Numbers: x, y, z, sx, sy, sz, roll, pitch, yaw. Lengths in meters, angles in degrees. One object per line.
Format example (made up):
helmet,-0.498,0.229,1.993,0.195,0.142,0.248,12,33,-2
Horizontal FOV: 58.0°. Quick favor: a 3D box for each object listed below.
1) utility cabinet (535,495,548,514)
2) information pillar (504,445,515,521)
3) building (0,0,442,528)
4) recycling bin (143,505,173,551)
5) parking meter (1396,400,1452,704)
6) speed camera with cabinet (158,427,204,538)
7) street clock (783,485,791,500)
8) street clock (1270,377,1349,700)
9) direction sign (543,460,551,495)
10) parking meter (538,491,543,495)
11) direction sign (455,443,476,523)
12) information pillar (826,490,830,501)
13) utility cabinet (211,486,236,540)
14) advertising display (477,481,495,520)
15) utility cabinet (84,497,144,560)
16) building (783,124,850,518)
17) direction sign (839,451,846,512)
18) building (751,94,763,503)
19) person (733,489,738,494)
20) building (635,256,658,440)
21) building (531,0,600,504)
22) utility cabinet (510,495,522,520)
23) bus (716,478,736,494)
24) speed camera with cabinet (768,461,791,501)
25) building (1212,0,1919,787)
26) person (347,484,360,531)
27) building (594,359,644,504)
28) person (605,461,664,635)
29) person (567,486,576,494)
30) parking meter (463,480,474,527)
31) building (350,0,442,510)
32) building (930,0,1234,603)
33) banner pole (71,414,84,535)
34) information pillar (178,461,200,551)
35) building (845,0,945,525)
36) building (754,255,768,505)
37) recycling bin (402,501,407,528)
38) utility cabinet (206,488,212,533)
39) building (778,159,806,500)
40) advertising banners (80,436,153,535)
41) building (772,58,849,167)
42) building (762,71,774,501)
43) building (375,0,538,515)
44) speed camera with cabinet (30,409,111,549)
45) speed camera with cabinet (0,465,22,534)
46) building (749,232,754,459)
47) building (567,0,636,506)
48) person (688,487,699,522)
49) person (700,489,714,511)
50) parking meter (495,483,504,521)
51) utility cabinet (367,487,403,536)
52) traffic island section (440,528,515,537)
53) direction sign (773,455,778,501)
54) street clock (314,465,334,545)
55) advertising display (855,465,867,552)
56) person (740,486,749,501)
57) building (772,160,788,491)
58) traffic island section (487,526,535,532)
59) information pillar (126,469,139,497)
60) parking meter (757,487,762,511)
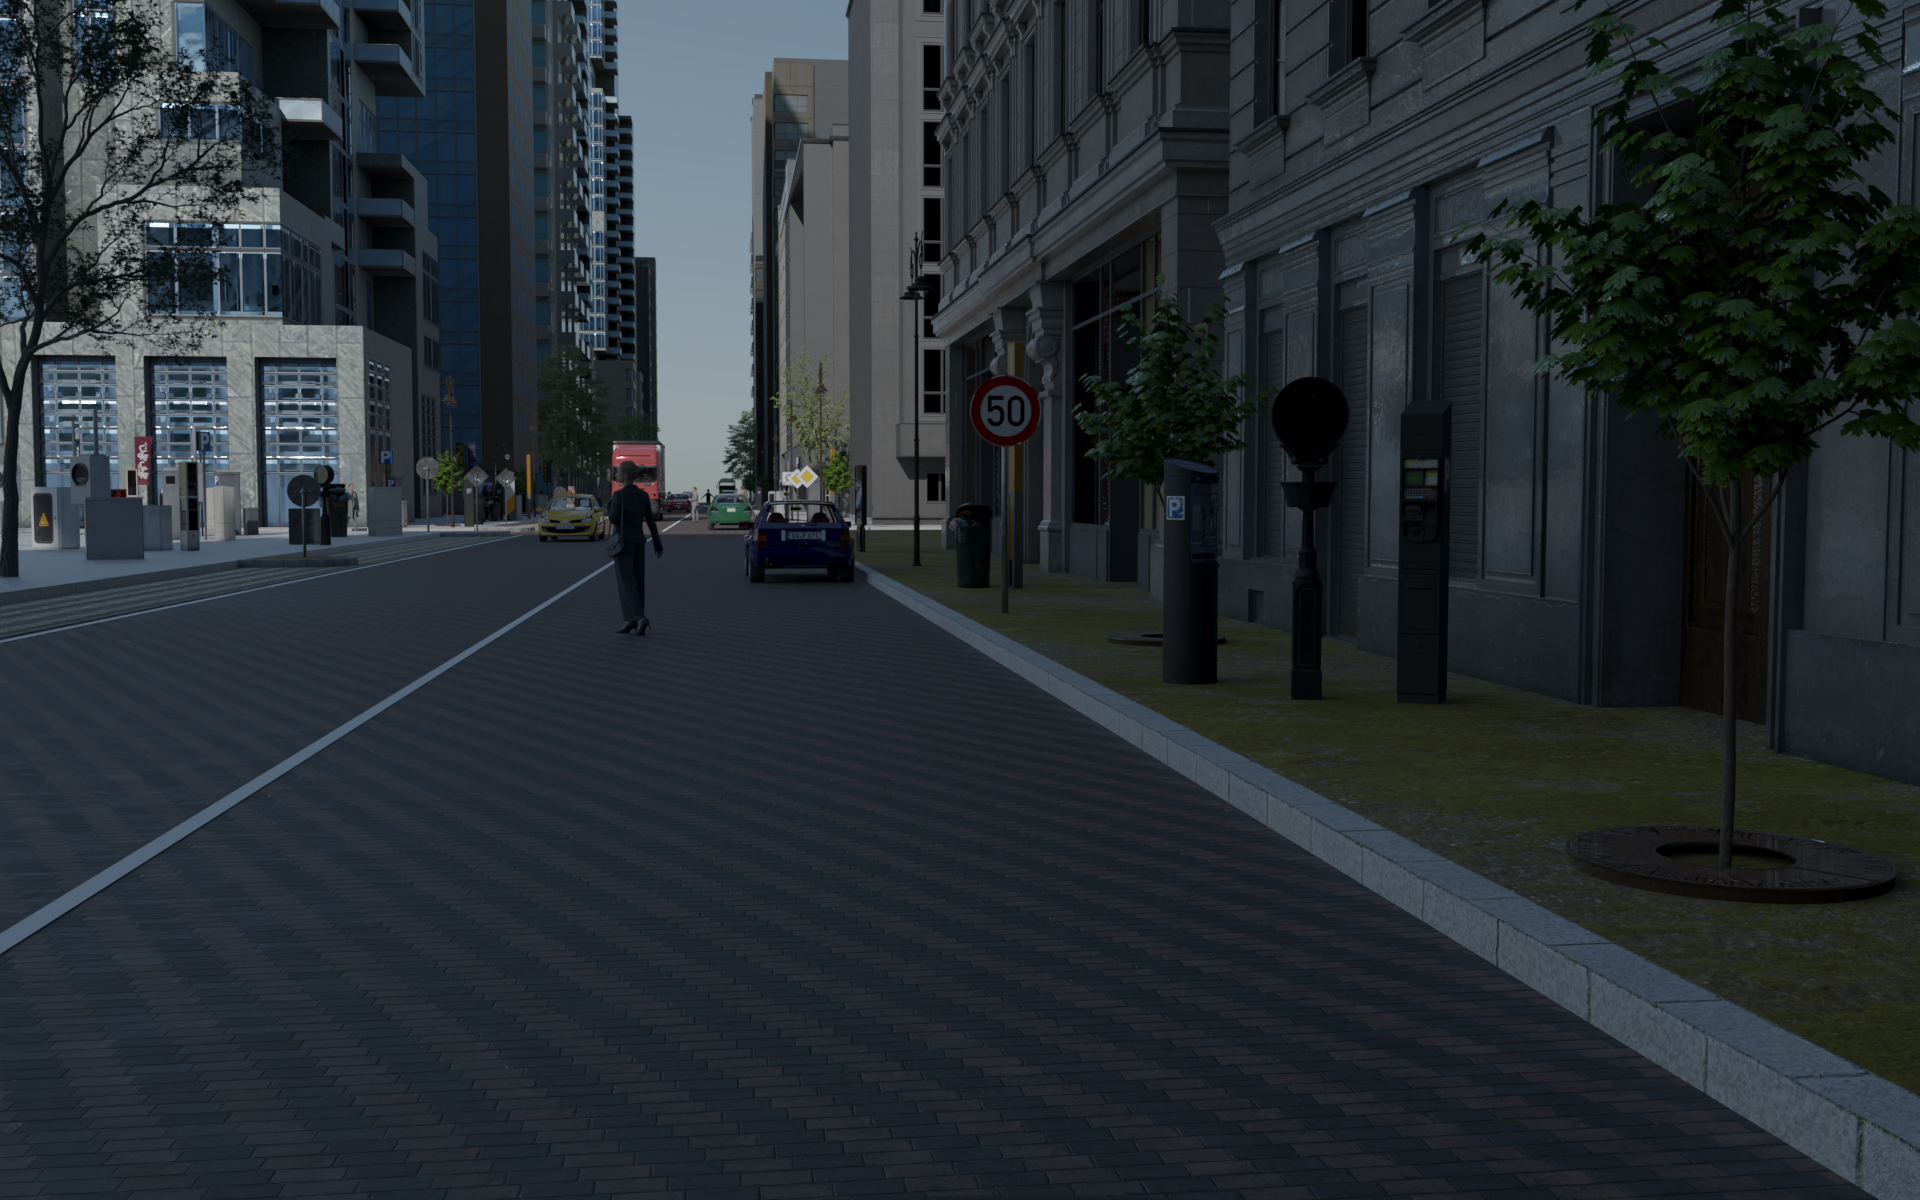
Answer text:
utility cabinet,-26.512,-6.030,109.747,0.306,1.237,1.020,2,4,25
information pillar,-21.568,-5.597,82.858,0.504,3.616,0.183,-2,4,-35
building,-36.039,-46.809,78.002,22.319,86.520,31.000,0,4,-8
recycling bin,-18.489,-1.653,39.582,0.722,1.027,0.722,0,4,-4
parking meter,2.862,-0.304,10.677,0.255,1.863,0.399,2,4,25
speed camera with cabinet,-23.135,-3.489,51.380,0.660,3.252,2.038,-3,5,-45
street clock,-8.095,-4.673,80.969,0.358,2.002,0.471,-2,4,-28
street clock,2.173,-0.382,10.820,0.471,2.002,0.358,0,4,8
direction sign,-27.855,-7.642,116.951,0.379,3.537,0.876,1,4,22
parking meter,-30.165,-7.106,124.596,0.372,1.533,0.369,0,3,0
direction sign,-21.745,-5.154,76.268,0.876,3.537,0.379,0,4,-1
information pillar,-6.353,-4.896,84.537,0.304,2.012,0.304,3,5,44
utility cabinet,-20.466,-2.419,48.230,0.318,1.500,1.173,-2,4,-35
advertising display,-23.433,-4.919,85.643,0.974,1.923,0.123,2,4,24
utility cabinet,-16.610,-1.397,34.011,1.020,1.237,0.306,-2,4,-31
building,-3.283,-17.636,107.411,14.314,24.678,30.058,0,4,-8
direction sign,-6.413,-6.114,91.959,0.876,3.537,0.379,-2,4,-32
building,-20.206,-43.735,257.058,21.231,58.520,28.212,0,4,-8
person,-16.915,-7.497,130.887,0.447,1.846,0.655,-1,4,-15
building,-57.996,-37.079,289.843,14.154,41.232,14.086,0,4,-8
building,-44.982,-32.691,154.110,23.786,49.044,30.456,0,4,-8
utility cabinet,-21.729,-4.499,84.722,0.306,1.237,1.020,-2,4,-31
bus,-36.158,-16.913,268.066,2.896,3.916,12.252,-1,4,-9
speed camera with cabinet,-10.866,-6.753,104.745,0.660,3.252,2.038,-2,4,-35
building,8.569,-9.811,9.559,9.793,20.994,18.267,0,4,-8
person,-22.475,-3.383,63.921,0.767,1.812,0.694,3,4,38
building,-57.984,-23.981,237.120,27.650,21.520,28.899,0,4,-8
person,-3.326,-0.538,17.725,0.534,1.772,0.576,1,4,17
person,-18.973,-4.658,84.637,0.580,1.828,0.573,2,4,28
parking meter,-19.230,-3.795,67.754,0.399,1.863,0.255,-1,4,-23
building,-49.350,-53.251,183.326,22.319,86.520,31.000,0,4,-8
building,4.128,-11.546,39.679,10.553,20.767,40.483,0,4,-8
banner pole,-27.705,-3.934,54.331,0.401,3.779,0.863,-3,5,-43
information pillar,-17.454,-2.124,39.213,0.304,2.012,0.304,2,4,34
building,7.425,-17.358,77.305,24.014,27.812,14.314,0,4,-8
building,-17.941,-26.879,211.180,14.160,30.474,14.107,0,4,-8
recycling bin,-21.654,-3.295,66.429,0.722,1.027,0.722,0,4,-4
utility cabinet,-24.277,-2.954,56.979,0.318,1.500,1.173,1,4,15
building,-7.548,-19.269,133.067,12.078,24.808,19.932,0,4,-8
advertising banners,-25.404,-3.427,52.214,2.074,3.025,0.090,-1,4,-11
building,-10.983,-29.567,167.008,14.154,41.232,14.086,0,4,-8
building,-13.533,-32.513,181.702,14.600,45.320,14.200,0,4,-8
building,-34.942,-28.142,110.237,14.600,45.320,14.200,0,4,-8
speed camera with cabinet,-20.704,-2.809,40.264,2.038,3.252,0.660,2,4,25
speed camera with cabinet,-30.891,-3.730,55.326,2.038,3.252,0.660,2,4,27
building,-23.401,-40.786,286.463,23.786,49.044,30.456,0,4,-8
building,-59.785,-58.277,265.506,22.319,86.520,31.000,0,4,-8
person,-13.548,-4.852,88.034,0.583,1.804,0.606,-1,4,-10
person,-21.764,-8.659,149.705,1.348,1.869,0.705,-1,4,-20
parking meter,-22.373,-4.792,84.068,0.399,1.863,0.255,-1,4,-13
utility cabinet,-17.508,-2.693,52.715,0.318,1.500,1.173,2,4,23
traffic island section,-16.446,-2.242,58.944,2.009,0.180,2.903,0,4,-8
direction sign,-10.672,-6.625,100.316,0.379,3.537,0.876,-1,4,-21
street clock,-15.936,-2.378,43.446,0.471,2.002,0.358,2,4,23
advertising display,-2.205,-2.036,38.497,0.123,1.923,0.974,-1,4,-13
person,-10.599,-4.677,84.878,0.656,1.842,0.836,1,4,20
building,-9.546,-23.340,153.316,14.160,30.474,14.107,0,4,-8
traffic island section,-17.530,-2.726,66.855,2.009,0.180,2.903,0,4,-8
information pillar,-24.224,-2.828,50.733,0.304,2.012,0.304,-1,4,-21
parking meter,-15.622,-7.906,134.977,0.399,1.863,0.255,0,4,-2
